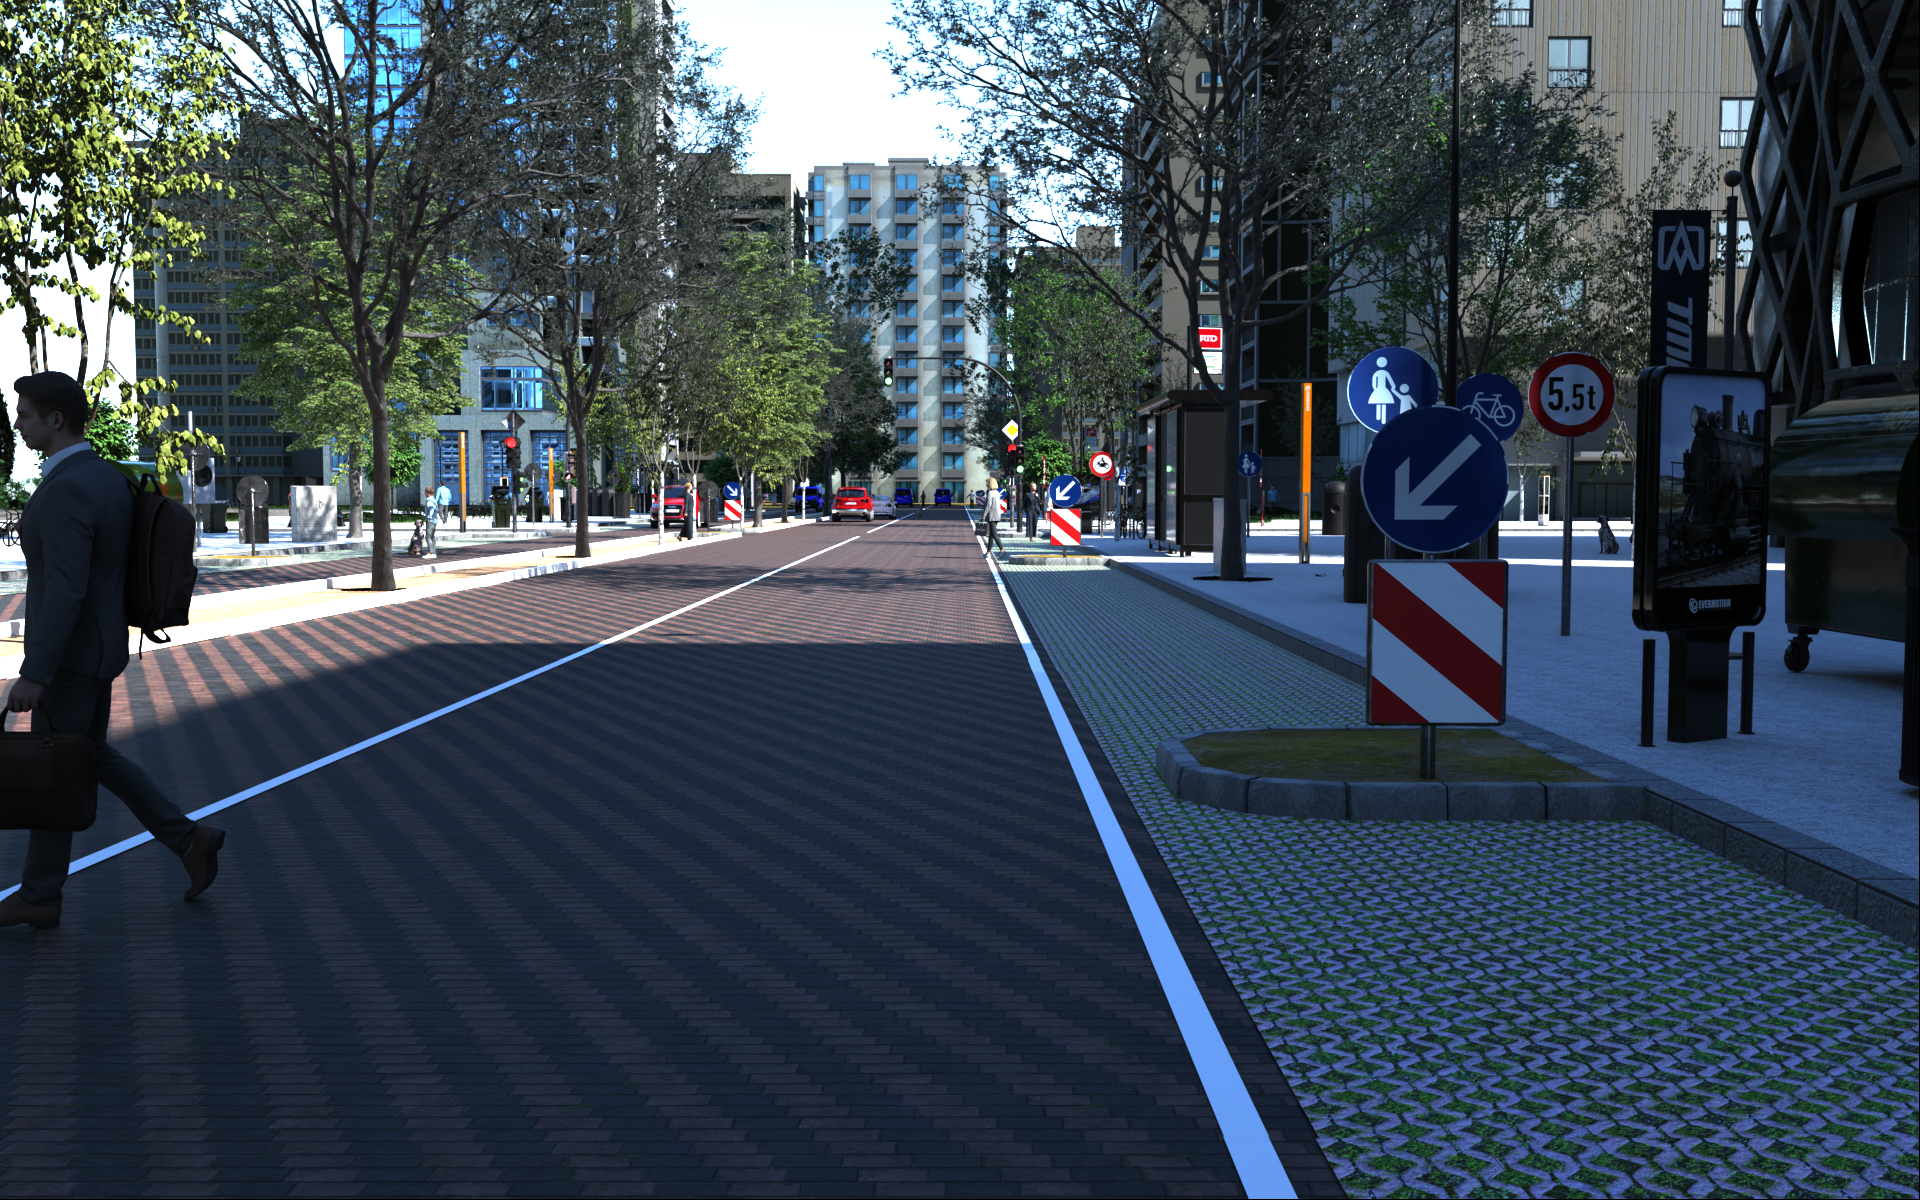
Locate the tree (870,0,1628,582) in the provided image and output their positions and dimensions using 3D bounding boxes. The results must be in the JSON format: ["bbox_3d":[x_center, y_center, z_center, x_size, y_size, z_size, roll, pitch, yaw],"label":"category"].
[{"bbox_3d":[3.912,-7.028,25.275,12.009,13.543,11.850,0,3,0],"label":"tree"}]

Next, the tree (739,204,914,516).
[{"bbox_3d":[-9.751,-15.589,113.234,12.611,20.169,13.585,0,3,0],"label":"tree"}]

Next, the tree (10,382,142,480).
[{"bbox_3d":[-24.895,-3.994,49.020,4.285,4.588,4.351,0,3,0],"label":"tree"}]

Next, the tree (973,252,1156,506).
[{"bbox_3d":[4.888,-9.078,74.179,9.928,11.665,9.643,0,3,0],"label":"tree"}]

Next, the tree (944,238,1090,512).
[{"bbox_3d":[4.997,-16.521,126.008,12.611,20.169,13.585,0,3,0],"label":"tree"}]

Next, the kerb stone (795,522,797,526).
[{"bbox_3d":[-7.465,-3.350,76.962,0.120,0.150,1.000,0,3,0],"label":"kerb stone"}]

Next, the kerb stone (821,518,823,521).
[{"bbox_3d":[-7.458,-4.227,91.310,0.120,0.150,1.000,0,3,0],"label":"kerb stone"}]

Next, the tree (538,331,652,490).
[{"bbox_3d":[-16.984,-7.875,79.125,4.737,8.622,4.395,0,3,0],"label":"tree"}]

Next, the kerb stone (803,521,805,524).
[{"bbox_3d":[-7.462,-3.600,81.053,0.120,0.150,1.000,0,3,0],"label":"kerb stone"}]

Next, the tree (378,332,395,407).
[{"bbox_3d":[-24.695,-7.342,70.411,4.737,8.622,4.395,0,3,0],"label":"tree"}]

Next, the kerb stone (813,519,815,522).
[{"bbox_3d":[-7.460,-3.911,86.195,0.120,0.150,1.000,0,3,0],"label":"kerb stone"}]

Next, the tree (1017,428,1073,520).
[{"bbox_3d":[4.107,-6.296,86.659,4.285,4.588,4.351,0,3,0],"label":"tree"}]

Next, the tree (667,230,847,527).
[{"bbox_3d":[-8.777,-9.404,74.344,7.486,12.596,7.792,0,3,0],"label":"tree"}]

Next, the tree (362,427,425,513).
[{"bbox_3d":[-27.397,-6.086,83.219,4.285,4.588,4.351,0,3,0],"label":"tree"}]

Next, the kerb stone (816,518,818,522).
[{"bbox_3d":[-7.459,-4.035,88.242,0.120,0.150,1.000,0,3,0],"label":"kerb stone"}]

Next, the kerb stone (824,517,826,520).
[{"bbox_3d":[-7.452,-4.351,93.363,0.120,0.150,1.000,0,3,0],"label":"kerb stone"}]

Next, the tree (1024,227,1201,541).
[{"bbox_3d":[4.108,-5.906,46.923,4.360,8.622,3.978,0,3,0],"label":"tree"}]

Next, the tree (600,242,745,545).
[{"bbox_3d":[-8.368,-5.846,48.399,4.360,8.622,3.978,0,3,0],"label":"tree"}]

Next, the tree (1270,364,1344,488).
[{"bbox_3d":[19.334,-9.005,97.594,4.360,8.622,3.978,0,3,0],"label":"tree"}]

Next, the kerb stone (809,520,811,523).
[{"bbox_3d":[-7.466,-3.786,84.136,0.120,0.150,1.000,0,3,0],"label":"kerb stone"}]

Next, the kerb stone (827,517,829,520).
[{"bbox_3d":[-7.465,-4.477,95.422,0.120,0.150,1.000,0,3,0],"label":"kerb stone"}]

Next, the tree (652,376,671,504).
[{"bbox_3d":[-17.623,-9.032,98.034,4.737,8.622,4.395,0,3,0],"label":"tree"}]

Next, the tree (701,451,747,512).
[{"bbox_3d":[-17.213,-8.726,126.379,4.285,4.588,4.351,0,3,0],"label":"tree"}]

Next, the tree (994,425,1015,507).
[{"bbox_3d":[5.103,-13.681,174.052,4.737,8.622,4.395,0,3,0],"label":"tree"}]

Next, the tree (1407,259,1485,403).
[{"bbox_3d":[14.781,-6.031,48.967,4.360,8.622,3.978,0,3,0],"label":"tree"}]

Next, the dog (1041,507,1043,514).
[{"bbox_3d":[5.030,-5.322,103.851,0.406,0.507,0.540,0,4,-4],"label":"dog"}]

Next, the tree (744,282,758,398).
[{"bbox_3d":[-8.461,-6.243,54.900,4.360,8.622,3.978,0,3,0],"label":"tree"}]

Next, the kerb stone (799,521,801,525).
[{"bbox_3d":[-7.459,-3.471,79.009,0.120,0.150,1.000,0,3,0],"label":"kerb stone"}]

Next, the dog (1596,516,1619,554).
[{"bbox_3d":[13.865,-1.393,37.152,0.513,0.831,0.800,2,4,26],"label":"dog"}]

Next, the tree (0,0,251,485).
[{"bbox_3d":[-8.367,-3.851,15.777,4.737,8.622,4.395,0,3,0],"label":"tree"}]

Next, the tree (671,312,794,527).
[{"bbox_3d":[-8.392,-6.954,66.523,4.737,8.622,4.395,0,3,0],"label":"tree"}]

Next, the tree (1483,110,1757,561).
[{"bbox_3d":[12.708,-5.052,32.966,4.360,8.622,3.978,0,3,0],"label":"tree"}]

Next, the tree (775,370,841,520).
[{"bbox_3d":[-8.475,-8.610,93.592,4.360,8.622,3.978,0,3,0],"label":"tree"}]

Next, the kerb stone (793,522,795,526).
[{"bbox_3d":[-7.458,-3.285,75.940,0.120,0.150,1.000,0,3,0],"label":"kerb stone"}]

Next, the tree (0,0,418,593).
[{"bbox_3d":[-8.448,-6.856,24.915,12.009,13.543,11.850,0,3,0],"label":"tree"}]

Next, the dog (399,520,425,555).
[{"bbox_3d":[-13.043,-1.489,41.183,0.800,0.831,0.513,-3,5,-44],"label":"dog"}]

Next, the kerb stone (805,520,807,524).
[{"bbox_3d":[-7.452,-3.663,82.089,0.120,0.150,1.000,0,3,0],"label":"kerb stone"}]

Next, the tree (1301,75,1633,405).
[{"bbox_3d":[12.240,-7.124,42.232,9.928,11.665,9.643,0,3,0],"label":"tree"}]

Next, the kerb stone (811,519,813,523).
[{"bbox_3d":[-7.454,-3.852,85.168,0.120,0.150,1.000,0,3,0],"label":"kerb stone"}]

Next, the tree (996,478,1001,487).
[{"bbox_3d":[4.564,-13.026,207.568,1.663,3.219,1.824,0,3,0],"label":"tree"}]

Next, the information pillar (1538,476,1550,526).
[{"bbox_3d":[23.453,-3.981,69.576,0.304,2.012,0.304,-2,4,-28],"label":"information pillar"}]

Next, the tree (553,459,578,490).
[{"bbox_3d":[-31.100,-9.428,137.860,4.285,4.588,4.351,0,3,0],"label":"tree"}]

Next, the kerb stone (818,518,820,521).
[{"bbox_3d":[-7.461,-4.102,89.264,0.120,0.150,1.000,0,3,0],"label":"kerb stone"}]

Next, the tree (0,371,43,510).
[{"bbox_3d":[-72.929,-13.738,126.430,13.155,14.587,18.604,-1,4,-14],"label":"tree"}]

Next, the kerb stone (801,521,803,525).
[{"bbox_3d":[-7.461,-3.537,80.031,0.120,0.150,1.000,0,3,0],"label":"kerb stone"}]

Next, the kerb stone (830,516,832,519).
[{"bbox_3d":[-7.458,-4.604,97.475,0.120,0.150,1.000,0,3,0],"label":"kerb stone"}]

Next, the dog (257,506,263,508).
[{"bbox_3d":[-27.367,-3.270,67.843,0.513,0.831,0.800,0,4,6],"label":"dog"}]

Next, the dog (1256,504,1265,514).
[{"bbox_3d":[16.717,-5.063,97.162,0.800,0.831,0.513,1,4,10],"label":"dog"}]

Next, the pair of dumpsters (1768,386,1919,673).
[{"bbox_3d":[6.561,-0.483,10.398,1.574,2.255,4.437,0,3,0],"label":"pair of dumpsters"}]

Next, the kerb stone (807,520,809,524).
[{"bbox_3d":[-7.458,-3.726,83.113,0.120,0.150,1.000,0,3,0],"label":"kerb stone"}]

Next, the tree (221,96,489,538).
[{"bbox_3d":[-17.648,-8.101,50.577,7.486,12.596,7.792,0,3,0],"label":"tree"}]

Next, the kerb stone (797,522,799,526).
[{"bbox_3d":[-7.453,-3.412,77.986,0.120,0.150,1.000,0,3,0],"label":"kerb stone"}]

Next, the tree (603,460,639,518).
[{"bbox_3d":[-18.039,-5.986,92.480,1.663,3.219,1.824,0,3,0],"label":"tree"}]

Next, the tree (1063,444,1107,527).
[{"bbox_3d":[5.065,-4.439,67.179,1.663,3.219,1.824,0,3,0],"label":"tree"}]

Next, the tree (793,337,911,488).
[{"bbox_3d":[-8.419,-12.550,124.652,9.611,12.733,9.660,0,3,0],"label":"tree"}]

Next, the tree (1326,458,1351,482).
[{"bbox_3d":[20.328,-5.979,92.356,1.663,3.219,1.824,0,3,0],"label":"tree"}]

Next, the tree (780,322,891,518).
[{"bbox_3d":[-7.825,-10.638,102.146,9.928,11.665,9.643,0,3,0],"label":"tree"}]

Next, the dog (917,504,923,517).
[{"bbox_3d":[-2.620,-5.659,109.368,0.800,0.831,0.513,-3,4,-39],"label":"dog"}]

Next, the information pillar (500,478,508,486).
[{"bbox_3d":[-20.283,-4.440,77.092,0.304,2.012,0.304,-2,4,-25],"label":"information pillar"}]
